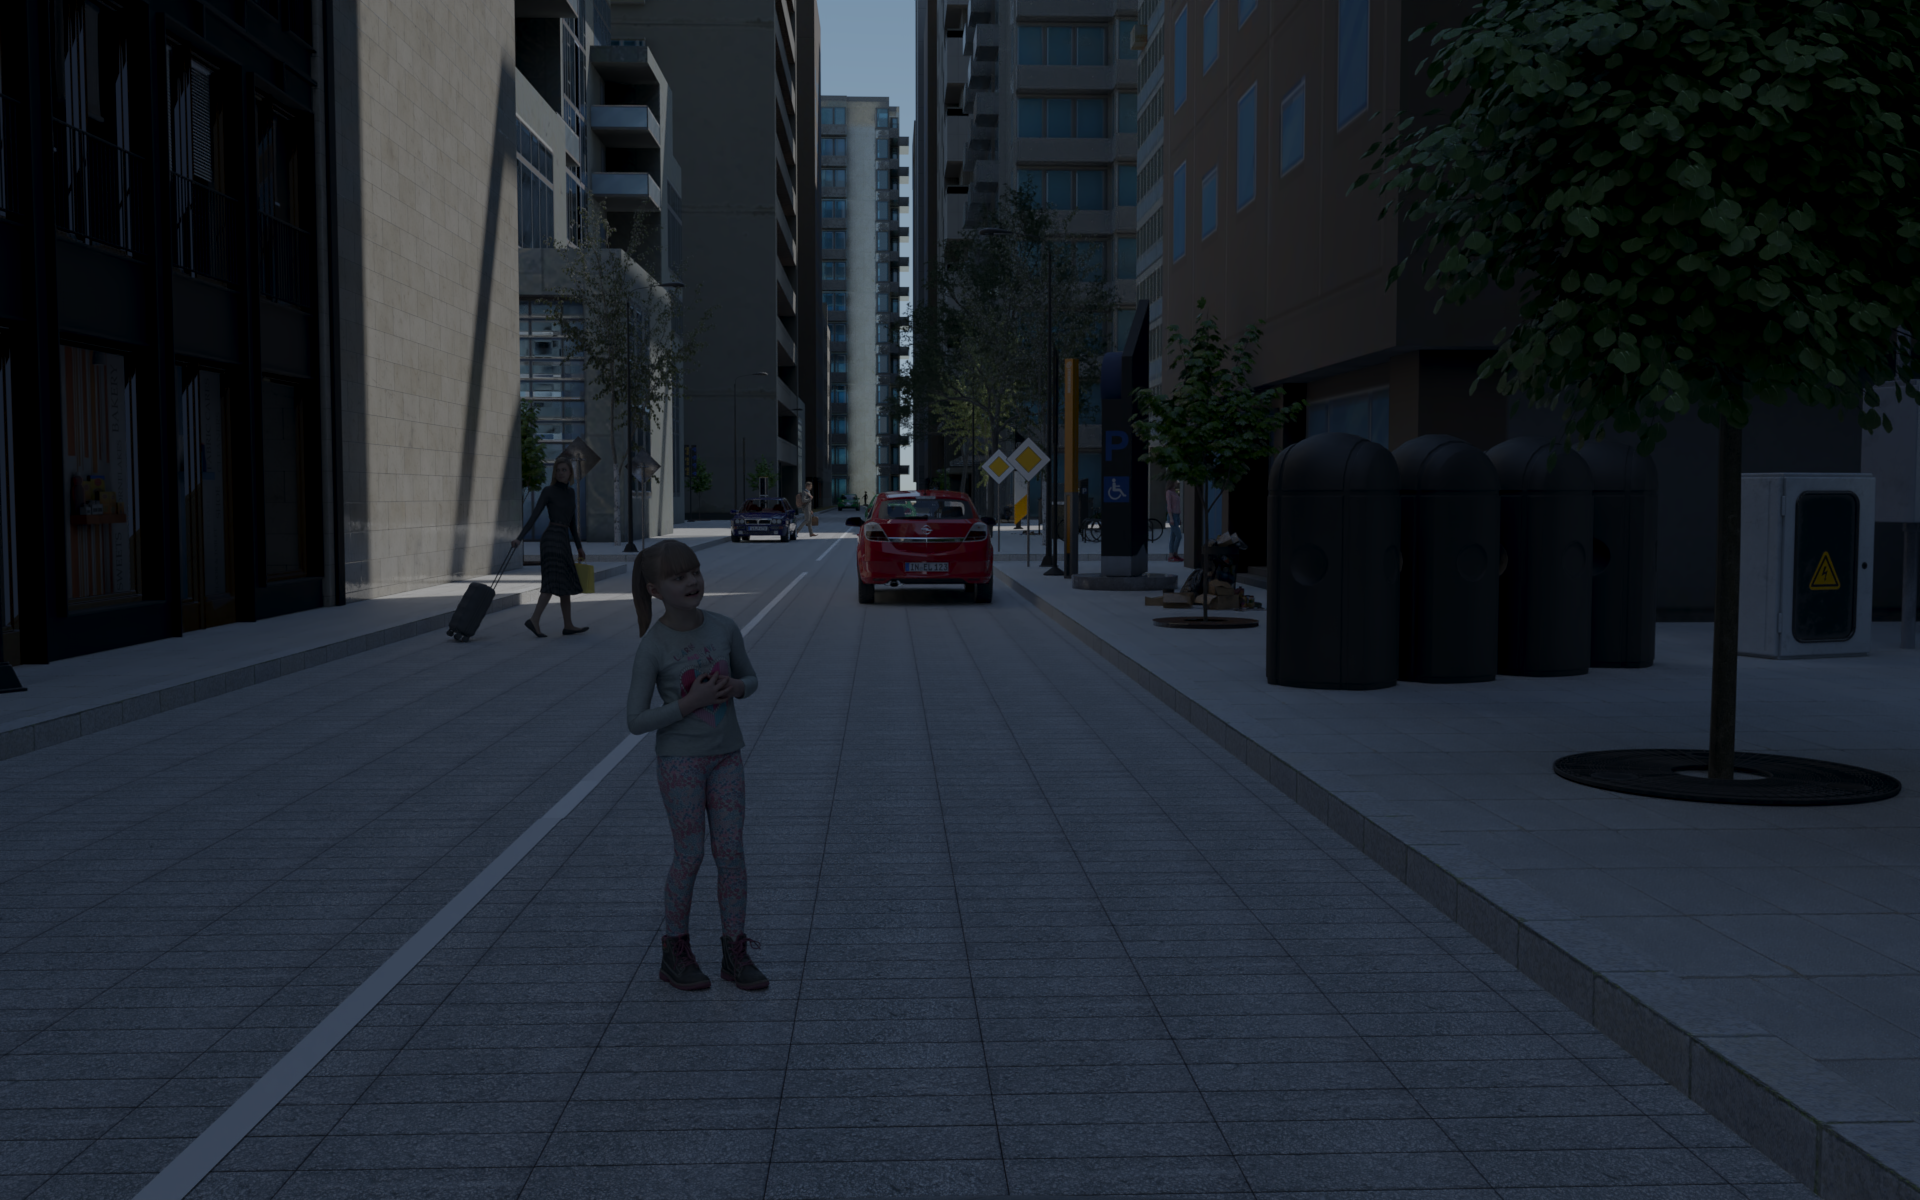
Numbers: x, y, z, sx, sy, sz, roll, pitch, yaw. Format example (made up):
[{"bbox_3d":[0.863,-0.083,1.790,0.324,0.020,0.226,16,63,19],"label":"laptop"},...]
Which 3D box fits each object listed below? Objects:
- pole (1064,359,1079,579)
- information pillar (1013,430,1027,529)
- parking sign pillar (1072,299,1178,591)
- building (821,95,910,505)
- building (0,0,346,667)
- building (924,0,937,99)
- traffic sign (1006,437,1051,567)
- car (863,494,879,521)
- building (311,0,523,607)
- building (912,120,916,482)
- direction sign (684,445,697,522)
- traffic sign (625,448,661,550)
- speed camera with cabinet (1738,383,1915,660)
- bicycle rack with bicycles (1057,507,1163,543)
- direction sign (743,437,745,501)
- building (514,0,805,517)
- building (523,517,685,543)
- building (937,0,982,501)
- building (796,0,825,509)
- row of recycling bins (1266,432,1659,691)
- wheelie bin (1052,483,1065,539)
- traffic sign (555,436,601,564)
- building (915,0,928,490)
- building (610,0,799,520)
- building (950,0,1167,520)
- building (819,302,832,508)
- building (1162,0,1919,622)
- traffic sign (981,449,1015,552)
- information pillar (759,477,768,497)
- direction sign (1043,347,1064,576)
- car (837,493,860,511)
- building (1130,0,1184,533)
[{"bbox_3d":[1.687,-1.979,26.201,0.158,3.312,0.155,0,3,0],"label":"pole"},{"bbox_3d":[2.213,-4.390,63.127,0.504,3.616,0.183,-1,4,-11],"label":"information pillar"},{"bbox_3d":[2.246,-2.142,23.496,1.447,3.967,1.447,1,4,16],"label":"parking sign pillar"},{"bbox_3d":[-21.351,-35.947,207.342,30.456,49.044,23.786,0,4,-2],"label":"building"},{"bbox_3d":[-12.904,-11.100,11.157,12.332,23.373,15.834,0,4,-2],"label":"building"},{"bbox_3d":[3.877,-30.813,153.908,14.600,45.320,14.200,0,4,-2],"label":"building"},{"bbox_3d":[1.201,-1.641,30.469,0.795,2.450,0.064,0,4,-2],"label":"traffic sign"},{"bbox_3d":[-2.529,-3.165,63.539,2.131,1.459,4.920,0,4,-1],"label":"car"},{"bbox_3d":[-15.753,-10.342,23.849,16.860,20.320,10.420,0,4,-2],"label":"building"},{"bbox_3d":[1.623,-33.844,203.456,14.200,45.320,14.600,0,4,-2],"label":"building"},{"bbox_3d":[-12.396,-5.363,79.676,0.379,3.537,0.876,2,4,30],"label":"direction sign"},{"bbox_3d":[-6.977,-2.110,38.135,0.795,2.450,0.064,0,4,-2],"label":"traffic sign"},{"bbox_3d":[7.158,-1.193,13.847,2.038,3.252,0.660,-1,4,-20],"label":"speed camera with cabinet"},{"bbox_3d":[4.032,-2.013,46.289,2.925,0.926,2.852,0,4,3],"label":"bicycle rack with bicycles"},{"bbox_3d":[-8.652,-4.737,69.452,0.379,3.537,0.876,0,4,-4],"label":"direction sign"},{"bbox_3d":[-22.465,-49.763,126.304,22.319,86.520,31.000,0,4,-2],"label":"building"},{"bbox_3d":[-20.690,-45.600,58.226,22.319,86.520,31.000,0,4,-2],"label":"building"},{"bbox_3d":[12.020,-33.252,132.910,28.713,52.752,27.495,0,4,-2],"label":"building"},{"bbox_3d":[-19.171,-30.591,150.280,14.600,45.320,14.200,0,4,-2],"label":"building"},{"bbox_3d":[3.697,-0.319,12.336,3.534,1.692,1.069,-2,4,-32],"label":"row of recycling bins"},{"bbox_3d":[2.874,-2.545,49.523,0.980,1.594,0.693,2,4,24],"label":"wheelie bin"},{"bbox_3d":[-6.637,-1.622,30.157,0.795,2.450,0.064,0,4,-2],"label":"traffic sign"},{"bbox_3d":[6.000,-38.717,175.015,21.231,58.520,28.212,0,4,-2],"label":"building"},{"bbox_3d":[-20.063,-28.745,93.678,21.300,48.544,21.600,0,4,-2],"label":"building"},{"bbox_3d":[11.607,-29.271,98.194,23.786,49.044,30.456,0,4,-2],"label":"building"},{"bbox_3d":[-27.904,-20.198,175.273,28.899,21.520,27.650,0,4,-2],"label":"building"},{"bbox_3d":[10.776,-22.793,22.774,14.600,45.320,14.200,0,4,-2],"label":"building"},{"bbox_3d":[0.861,-2.129,38.446,0.795,2.450,0.064,0,4,-2],"label":"traffic sign"},{"bbox_3d":[-8.415,-4.268,74.279,0.304,2.012,0.304,1,4,13],"label":"information pillar"},{"bbox_3d":[1.501,-2.155,27.225,0.379,3.537,0.876,0,4,7],"label":"direction sign"},{"bbox_3d":[-9.471,-8.496,147.707,1.959,1.807,4.718,0,4,-1],"label":"car"},{"bbox_3d":[18.508,-22.157,54.150,23.993,40.220,32.217,0,4,-2],"label":"building"}]
